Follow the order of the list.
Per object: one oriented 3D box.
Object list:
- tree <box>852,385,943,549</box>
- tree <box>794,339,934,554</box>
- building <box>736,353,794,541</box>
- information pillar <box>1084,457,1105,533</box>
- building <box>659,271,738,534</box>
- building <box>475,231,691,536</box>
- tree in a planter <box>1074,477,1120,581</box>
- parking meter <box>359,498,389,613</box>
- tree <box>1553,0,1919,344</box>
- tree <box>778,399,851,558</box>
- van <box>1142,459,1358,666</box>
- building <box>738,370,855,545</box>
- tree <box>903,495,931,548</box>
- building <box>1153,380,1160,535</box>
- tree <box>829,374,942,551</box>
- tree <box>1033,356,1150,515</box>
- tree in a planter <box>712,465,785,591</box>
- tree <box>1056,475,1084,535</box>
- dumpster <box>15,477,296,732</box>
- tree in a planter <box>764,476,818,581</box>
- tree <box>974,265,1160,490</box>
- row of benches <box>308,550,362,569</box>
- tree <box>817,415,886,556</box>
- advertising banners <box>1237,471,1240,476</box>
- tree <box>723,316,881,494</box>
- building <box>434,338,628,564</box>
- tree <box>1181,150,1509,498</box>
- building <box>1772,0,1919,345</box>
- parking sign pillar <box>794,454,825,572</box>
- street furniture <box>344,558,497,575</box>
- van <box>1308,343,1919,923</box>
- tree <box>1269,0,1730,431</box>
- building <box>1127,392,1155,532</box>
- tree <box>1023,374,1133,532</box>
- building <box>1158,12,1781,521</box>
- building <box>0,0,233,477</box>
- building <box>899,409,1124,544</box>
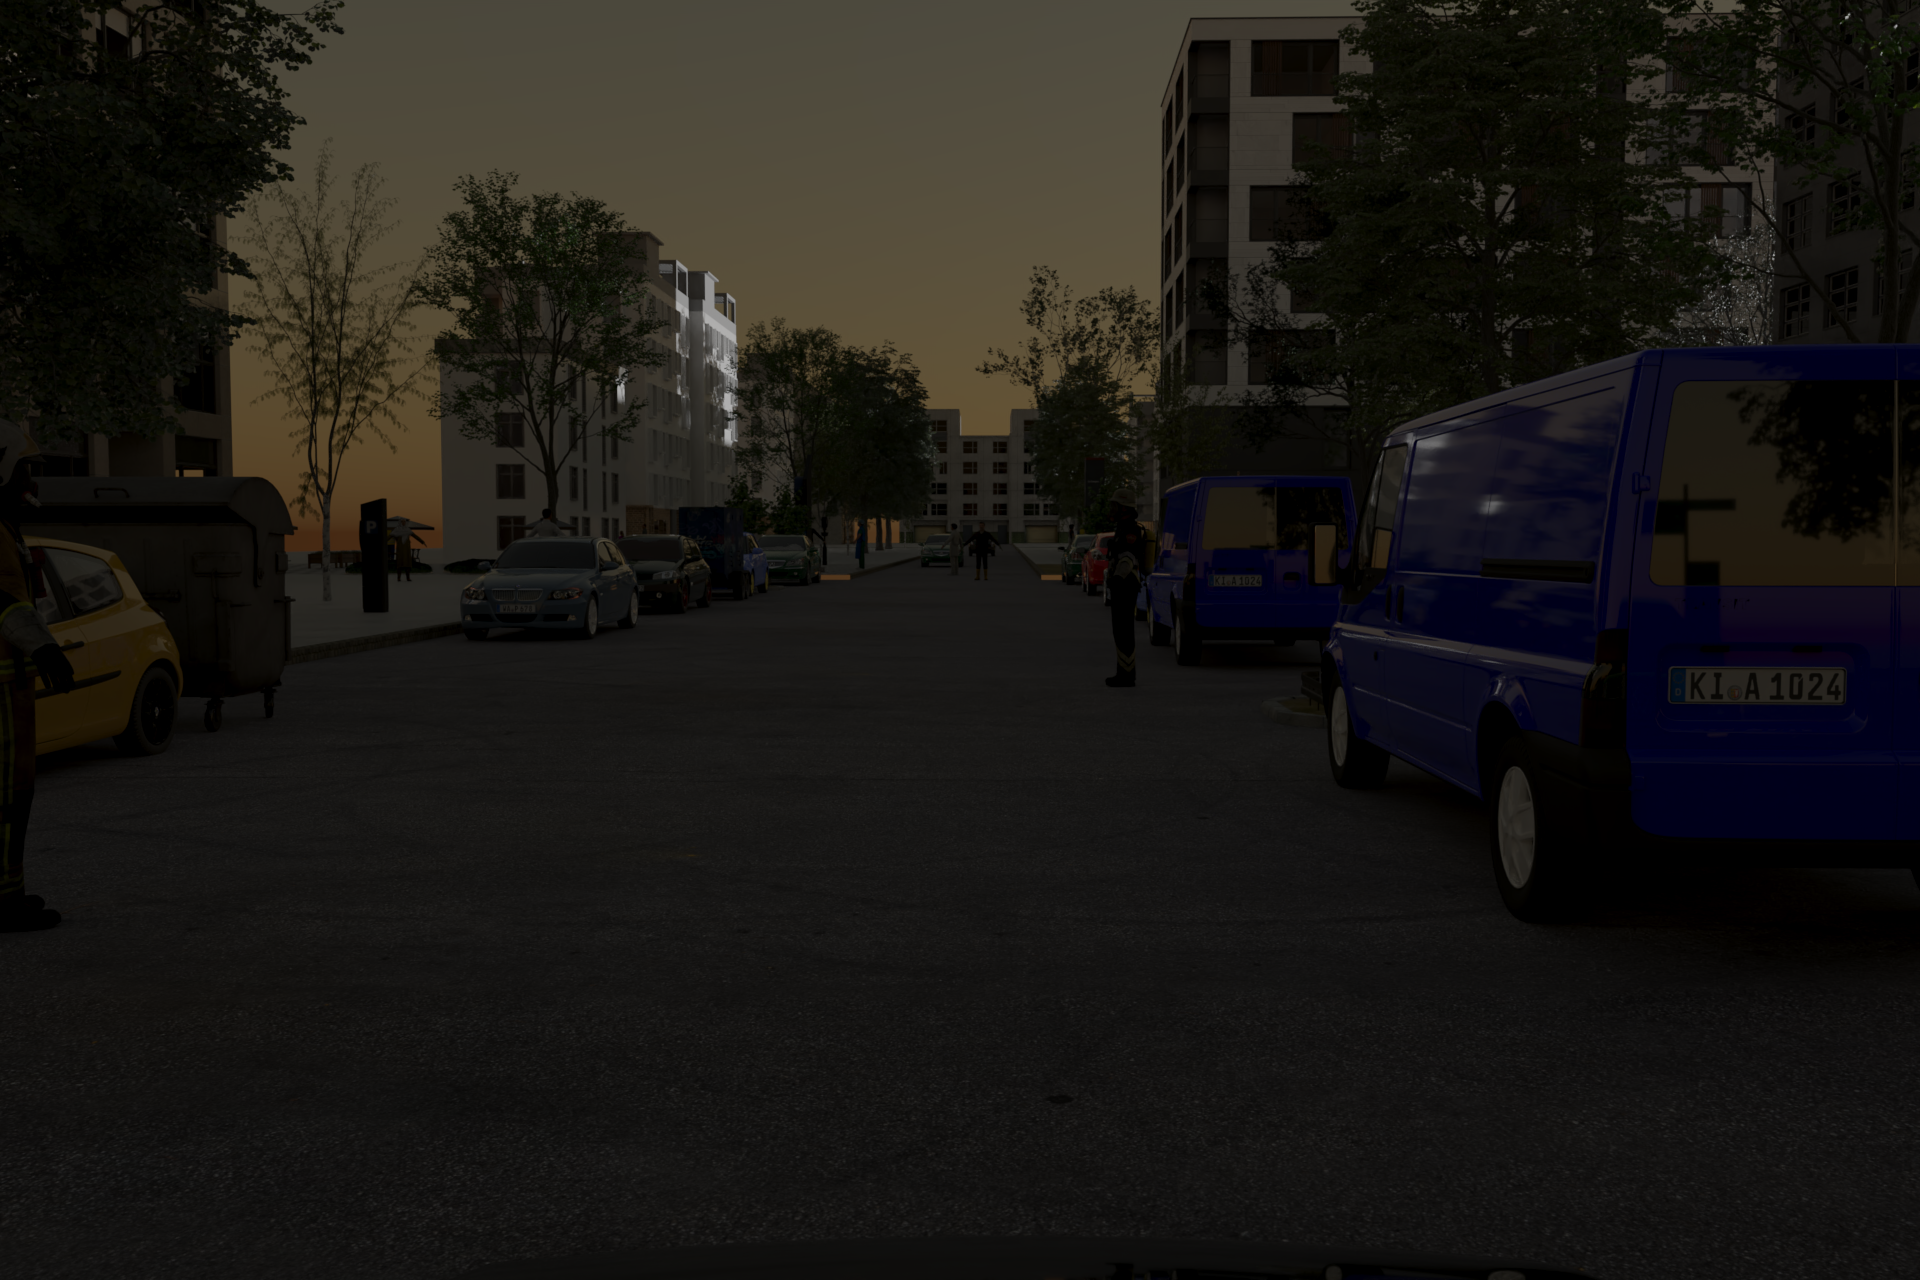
[{"bbox_3d":[-6.138,-14.708,147.128,9.857,13.997,8.962,0,3,0],"label":"tree"},{"bbox_3d":[-6.458,-12.691,114.152,9.857,13.997,8.962,0,3,0],"label":"tree"},{"bbox_3d":[-23.873,-19.906,181.876,16.016,20.090,11.380,0,4,1],"label":"building"},{"bbox_3d":[4.557,-4.244,58.761,0.750,3.857,0.750,0,4,1],"label":"information pillar"},{"bbox_3d":[-23.127,-16.486,125.967,16.016,20.090,11.380,0,4,2],"label":"building"},{"bbox_3d":[-24.400,-15.495,109.769,16.016,20.090,11.380,0,4,2],"label":"building"},{"bbox_3d":[4.443,-3.456,53.724,1.991,3.239,1.994,0,4,2],"label":"tree in a planter"},{"bbox_3d":[-9.589,-1.384,28.333,0.399,1.863,0.255,0,4,2],"label":"parking meter"},{"bbox_3d":[9.900,-5.658,18.256,9.928,11.665,9.643,0,3,0],"label":"tree"},{"bbox_3d":[-7.658,-8.786,94.013,4.737,8.622,4.395,0,3,0],"label":"tree"},{"bbox_3d":[3.336,-0.986,20.505,2.240,2.365,5.245,0,3,0],"label":"van"},{"bbox_3d":[-23.397,-23.749,219.220,19.493,23.208,18.063,0,4,1],"label":"building"},{"bbox_3d":[-4.852,-12.847,160.414,4.737,8.622,4.395,0,3,0],"label":"tree"},{"bbox_3d":[28.933,-21.788,212.645,16.016,20.090,11.380,0,4,1],"label":"building"},{"bbox_3d":[-6.275,-13.913,134.130,9.857,13.997,8.962,0,3,0],"label":"tree"},{"bbox_3d":[8.118,-11.777,110.681,7.486,12.596,7.792,0,3,0],"label":"tree"},{"bbox_3d":[-5.568,-2.889,44.451,1.991,3.239,1.994,0,4,2],"label":"tree in a planter"},{"bbox_3d":[9.677,-11.952,145.774,4.737,8.622,4.395,0,3,0],"label":"tree"},{"bbox_3d":[-6.106,-0.292,12.991,1.865,1.857,1.264,0,4,2],"label":"dumpster"},{"bbox_3d":[-5.356,-3.439,53.457,1.991,3.239,1.994,0,4,2],"label":"tree in a planter"},{"bbox_3d":[7.909,-16.331,122.902,12.611,20.169,13.585,0,3,0],"label":"tree"},{"bbox_3d":[-23.686,-3.101,66.172,1.422,0.672,4.104,0,4,8],"label":"row of benches"},{"bbox_3d":[-6.679,-9.308,102.544,4.360,8.622,3.978,0,3,0],"label":"tree"},{"bbox_3d":[7.762,-3.231,49.019,0.090,3.025,2.074,0,4,2],"label":"advertising banners"},{"bbox_3d":[-7.455,-9.577,82.342,9.928,11.665,9.643,0,3,0],"label":"tree"},{"bbox_3d":[-21.494,-8.954,88.550,9.099,9.664,28.070,0,4,1],"label":"building"},{"bbox_3d":[9.851,-6.587,42.112,8.767,10.594,7.601,-3,5,-41],"label":"tree"},{"bbox_3d":[28.310,-13.509,39.280,11.959,24.771,22.079,0,4,2],"label":"building"},{"bbox_3d":[-5.250,-4.256,58.050,1.447,3.967,1.447,0,4,2],"label":"parking sign pillar"},{"bbox_3d":[-14.363,-2.475,56.097,10.072,0.657,5.734,1,4,15],"label":"street furniture"},{"bbox_3d":[3.019,-0.222,8.013,2.240,2.365,5.245,0,4,1],"label":"van"},{"bbox_3d":[9.047,-6.857,30.234,7.486,12.596,7.792,0,3,0],"label":"tree"},{"bbox_3d":[27.413,-22.884,230.573,16.016,20.090,11.380,0,4,1],"label":"building"},{"bbox_3d":[9.607,-14.070,136.702,9.857,13.997,8.962,0,3,0],"label":"tree"},{"bbox_3d":[23.567,-14.729,84.799,27.936,21.610,32.646,0,4,2],"label":"building"},{"bbox_3d":[-31.859,-14.172,34.917,19.350,26.588,34.151,0,4,1],"label":"building"},{"bbox_3d":[7.333,-23.357,250.794,31.486,18.905,16.747,0,4,1],"label":"building"}]
